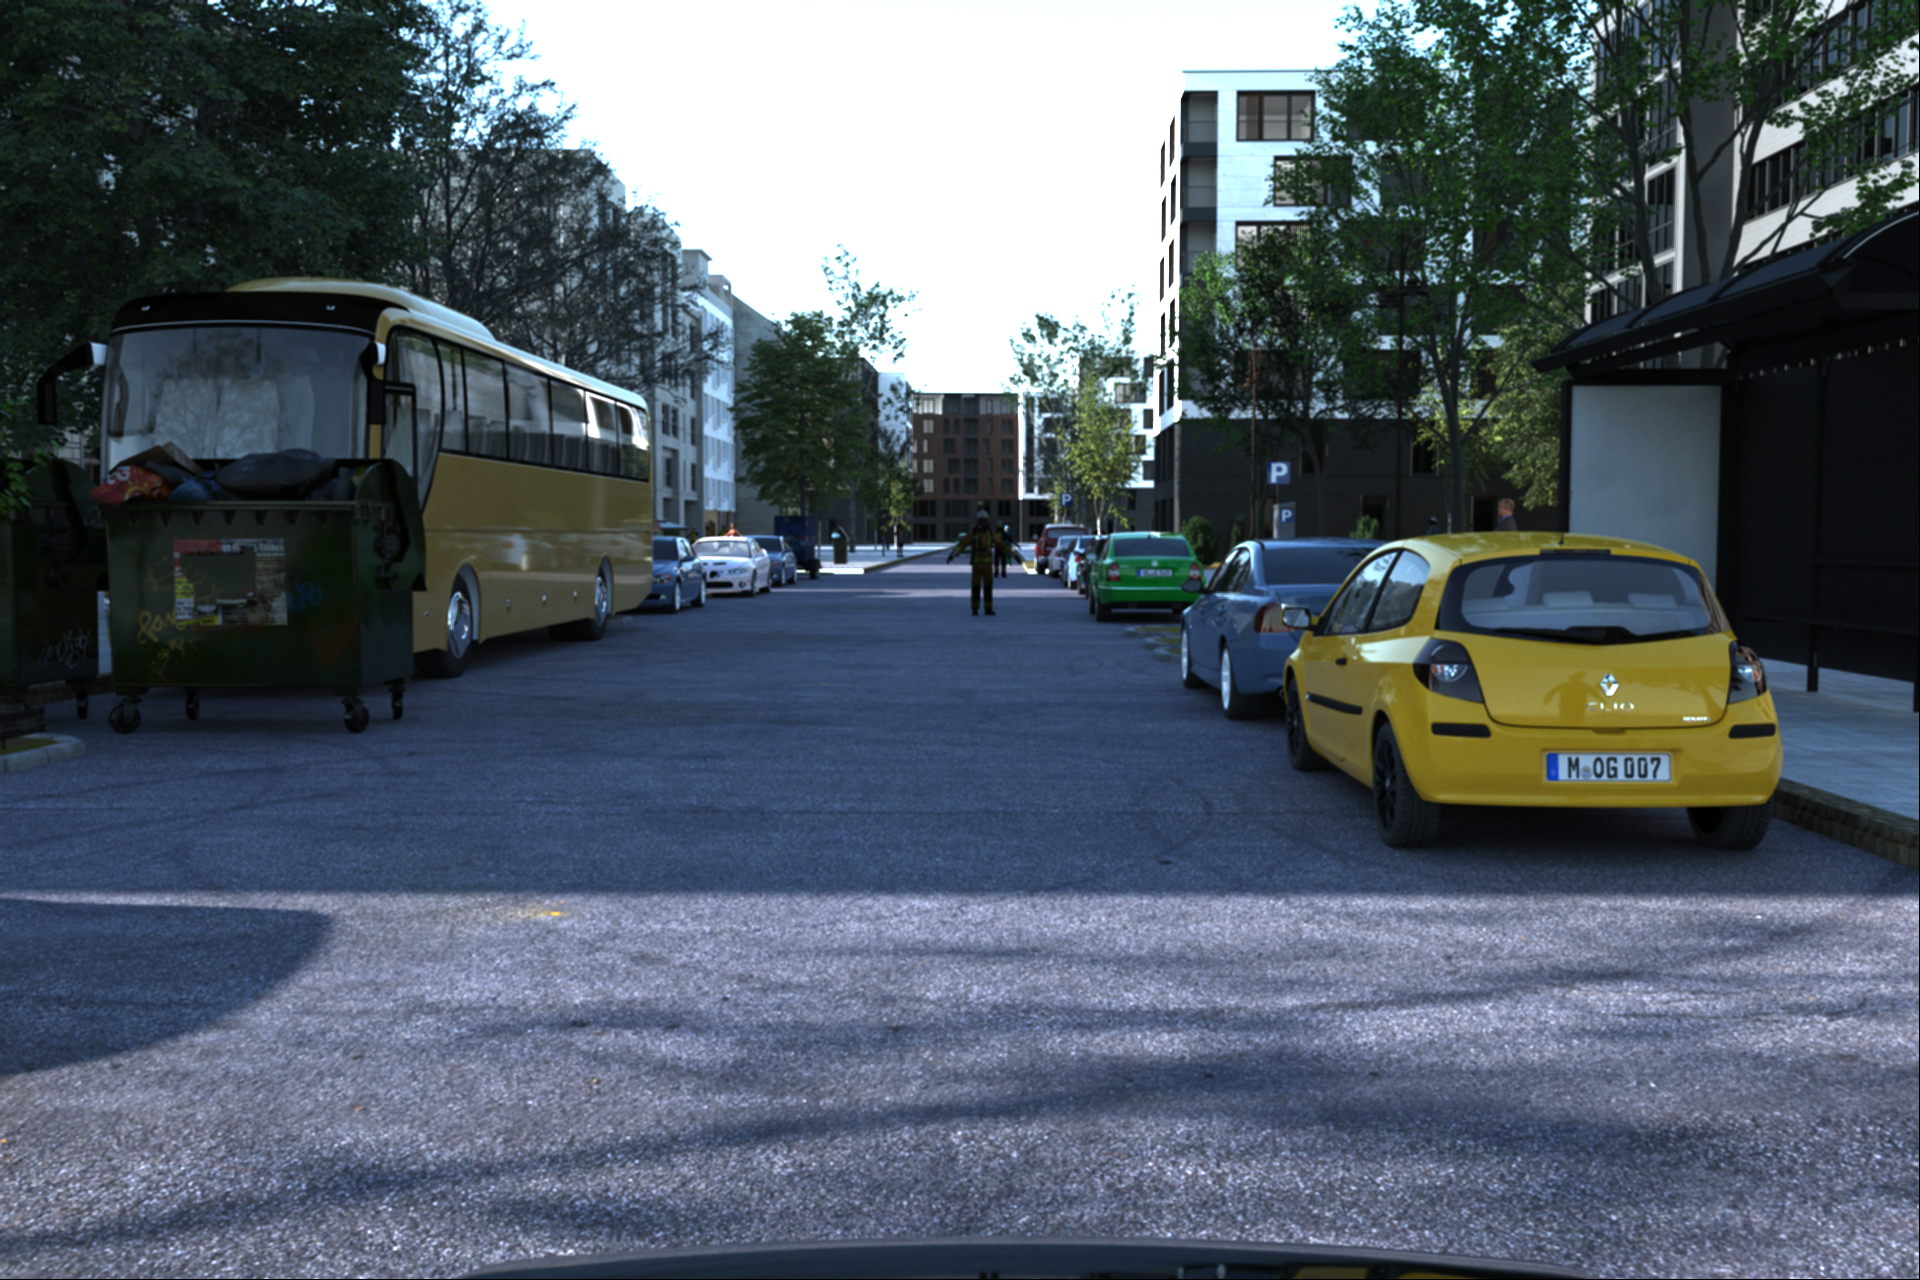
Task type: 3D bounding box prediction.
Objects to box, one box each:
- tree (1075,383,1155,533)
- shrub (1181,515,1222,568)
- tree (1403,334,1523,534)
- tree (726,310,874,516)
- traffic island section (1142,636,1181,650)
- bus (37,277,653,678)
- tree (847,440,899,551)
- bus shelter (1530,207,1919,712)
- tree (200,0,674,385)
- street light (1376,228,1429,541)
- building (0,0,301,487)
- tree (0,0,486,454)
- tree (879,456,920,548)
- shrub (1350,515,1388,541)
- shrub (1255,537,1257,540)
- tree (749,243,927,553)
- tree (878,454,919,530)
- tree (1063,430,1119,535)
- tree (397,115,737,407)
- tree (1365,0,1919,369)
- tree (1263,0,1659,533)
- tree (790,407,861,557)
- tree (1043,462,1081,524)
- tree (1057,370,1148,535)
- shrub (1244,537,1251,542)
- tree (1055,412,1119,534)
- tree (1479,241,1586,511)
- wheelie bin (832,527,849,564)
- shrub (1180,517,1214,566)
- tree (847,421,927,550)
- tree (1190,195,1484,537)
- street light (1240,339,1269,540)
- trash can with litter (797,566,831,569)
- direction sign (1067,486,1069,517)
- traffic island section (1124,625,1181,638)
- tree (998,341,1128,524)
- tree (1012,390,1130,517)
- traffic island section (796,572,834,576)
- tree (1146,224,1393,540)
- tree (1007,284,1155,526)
[{"bbox_3d":[7.546,-8.205,84.507,4.360,8.622,3.978,0,3,0],"label":"tree"},{"bbox_3d":[9.022,-3.727,65.364,1.690,2.028,1.600,0,3,0],"label":"shrub"},{"bbox_3d":[18.195,-6.905,63.265,4.737,8.622,4.395,0,3,0],"label":"tree"},{"bbox_3d":[-7.999,-10.368,87.637,7.486,12.596,7.792,0,3,0],"label":"tree"},{"bbox_3d":[3.336,0.055,21.968,1.991,0.108,1.994,0,4,2],"label":"traffic island section"},{"bbox_3d":[-6.092,-1.769,20.463,2.896,3.916,12.252,0,4,1],"label":"bus"},{"bbox_3d":[-6.804,-11.288,134.924,4.737,8.622,4.395,0,3,0],"label":"tree"},{"bbox_3d":[6.188,-1.179,13.197,2.014,3.302,5.546,0,4,1],"label":"bus shelter"},{"bbox_3d":[-11.471,-7.804,37.970,12.009,13.543,11.850,0,3,0],"label":"tree"},{"bbox_3d":[6.676,-3.273,26.297,0.468,5.910,1.993,0,4,1],"label":"street light"},{"bbox_3d":[-29.688,-13.348,54.394,11.583,22.565,21.152,0,4,1],"label":"building"},{"bbox_3d":[-12.130,-7.320,26.337,9.857,13.997,8.962,0,3,0],"label":"tree"},{"bbox_3d":[-5.682,-12.490,154.577,4.737,8.622,4.395,0,3,0],"label":"tree"},{"bbox_3d":[16.133,-3.947,68.579,1.661,2.075,1.752,0,3,0],"label":"shrub"},{"bbox_3d":[12.030,-3.625,70.380,1.383,1.207,1.383,0,3,0],"label":"shrub"},{"bbox_3d":[-8.238,-15.886,115.618,12.611,20.169,13.585,0,3,0],"label":"tree"},{"bbox_3d":[-5.674,-12.797,159.587,4.737,8.622,4.395,0,3,0],"label":"tree"},{"bbox_3d":[8.683,-10.343,119.465,4.360,8.622,3.978,0,3,0],"label":"tree"},{"bbox_3d":[-11.733,-8.551,50.173,12.009,13.543,11.850,0,3,0],"label":"tree"},{"bbox_3d":[8.799,-5.806,20.690,9.928,11.665,9.643,0,3,0],"label":"tree"},{"bbox_3d":[9.666,-6.603,33.713,9.928,11.665,9.643,0,3,0],"label":"tree"},{"bbox_3d":[-8.028,-8.918,96.172,4.360,8.622,3.978,0,3,0],"label":"tree"},{"bbox_3d":[9.245,-12.473,154.301,4.737,8.622,4.395,0,3,0],"label":"tree"},{"bbox_3d":[6.284,-7.762,77.275,4.737,8.622,4.395,0,3,0],"label":"tree"},{"bbox_3d":[10.953,-3.333,65.617,1.383,1.207,1.383,0,3,0],"label":"shrub"},{"bbox_3d":[7.683,-9.236,101.376,4.360,8.622,3.978,0,3,0],"label":"tree"},{"bbox_3d":[25.743,-10.047,70.918,9.857,13.997,8.962,0,3,0],"label":"tree"},{"bbox_3d":[-5.145,-4.062,74.319,0.693,1.594,0.980,0,4,2],"label":"wheelie bin"},{"bbox_3d":[9.365,-3.944,68.908,1.690,2.028,1.600,0,3,0],"label":"shrub"},{"bbox_3d":[-6.269,-12.780,143.360,7.601,10.594,8.767,-3,4,-39],"label":"tree"},{"bbox_3d":[9.997,-6.882,46.938,8.767,10.594,7.601,2,4,25],"label":"tree"},{"bbox_3d":[6.972,-4.180,41.131,0.468,5.910,1.993,0,4,1],"label":"street light"},{"bbox_3d":[-5.606,-3.296,64.948,1.678,1.210,2.233,0,4,1],"label":"trash can with litter"},{"bbox_3d":[5.069,-5.445,81.027,0.379,3.537,0.876,0,3,0],"label":"direction sign"},{"bbox_3d":[3.341,-0.101,24.521,1.991,0.108,1.994,0,4,2],"label":"traffic island section"},{"bbox_3d":[10.903,-19.109,168.315,12.611,20.169,13.585,0,3,0],"label":"tree"},{"bbox_3d":[9.485,-14.399,145.786,12.009,13.543,11.850,0,3,0],"label":"tree"},{"bbox_3d":[-5.451,-2.311,60.654,1.991,0.108,1.994,0,4,1],"label":"traffic island section"},{"bbox_3d":[10.247,-8.073,57.750,9.928,11.665,9.643,0,3,0],"label":"tree"},{"bbox_3d":[10.641,-16.780,130.244,12.611,20.169,13.585,0,3,0],"label":"tree"}]
